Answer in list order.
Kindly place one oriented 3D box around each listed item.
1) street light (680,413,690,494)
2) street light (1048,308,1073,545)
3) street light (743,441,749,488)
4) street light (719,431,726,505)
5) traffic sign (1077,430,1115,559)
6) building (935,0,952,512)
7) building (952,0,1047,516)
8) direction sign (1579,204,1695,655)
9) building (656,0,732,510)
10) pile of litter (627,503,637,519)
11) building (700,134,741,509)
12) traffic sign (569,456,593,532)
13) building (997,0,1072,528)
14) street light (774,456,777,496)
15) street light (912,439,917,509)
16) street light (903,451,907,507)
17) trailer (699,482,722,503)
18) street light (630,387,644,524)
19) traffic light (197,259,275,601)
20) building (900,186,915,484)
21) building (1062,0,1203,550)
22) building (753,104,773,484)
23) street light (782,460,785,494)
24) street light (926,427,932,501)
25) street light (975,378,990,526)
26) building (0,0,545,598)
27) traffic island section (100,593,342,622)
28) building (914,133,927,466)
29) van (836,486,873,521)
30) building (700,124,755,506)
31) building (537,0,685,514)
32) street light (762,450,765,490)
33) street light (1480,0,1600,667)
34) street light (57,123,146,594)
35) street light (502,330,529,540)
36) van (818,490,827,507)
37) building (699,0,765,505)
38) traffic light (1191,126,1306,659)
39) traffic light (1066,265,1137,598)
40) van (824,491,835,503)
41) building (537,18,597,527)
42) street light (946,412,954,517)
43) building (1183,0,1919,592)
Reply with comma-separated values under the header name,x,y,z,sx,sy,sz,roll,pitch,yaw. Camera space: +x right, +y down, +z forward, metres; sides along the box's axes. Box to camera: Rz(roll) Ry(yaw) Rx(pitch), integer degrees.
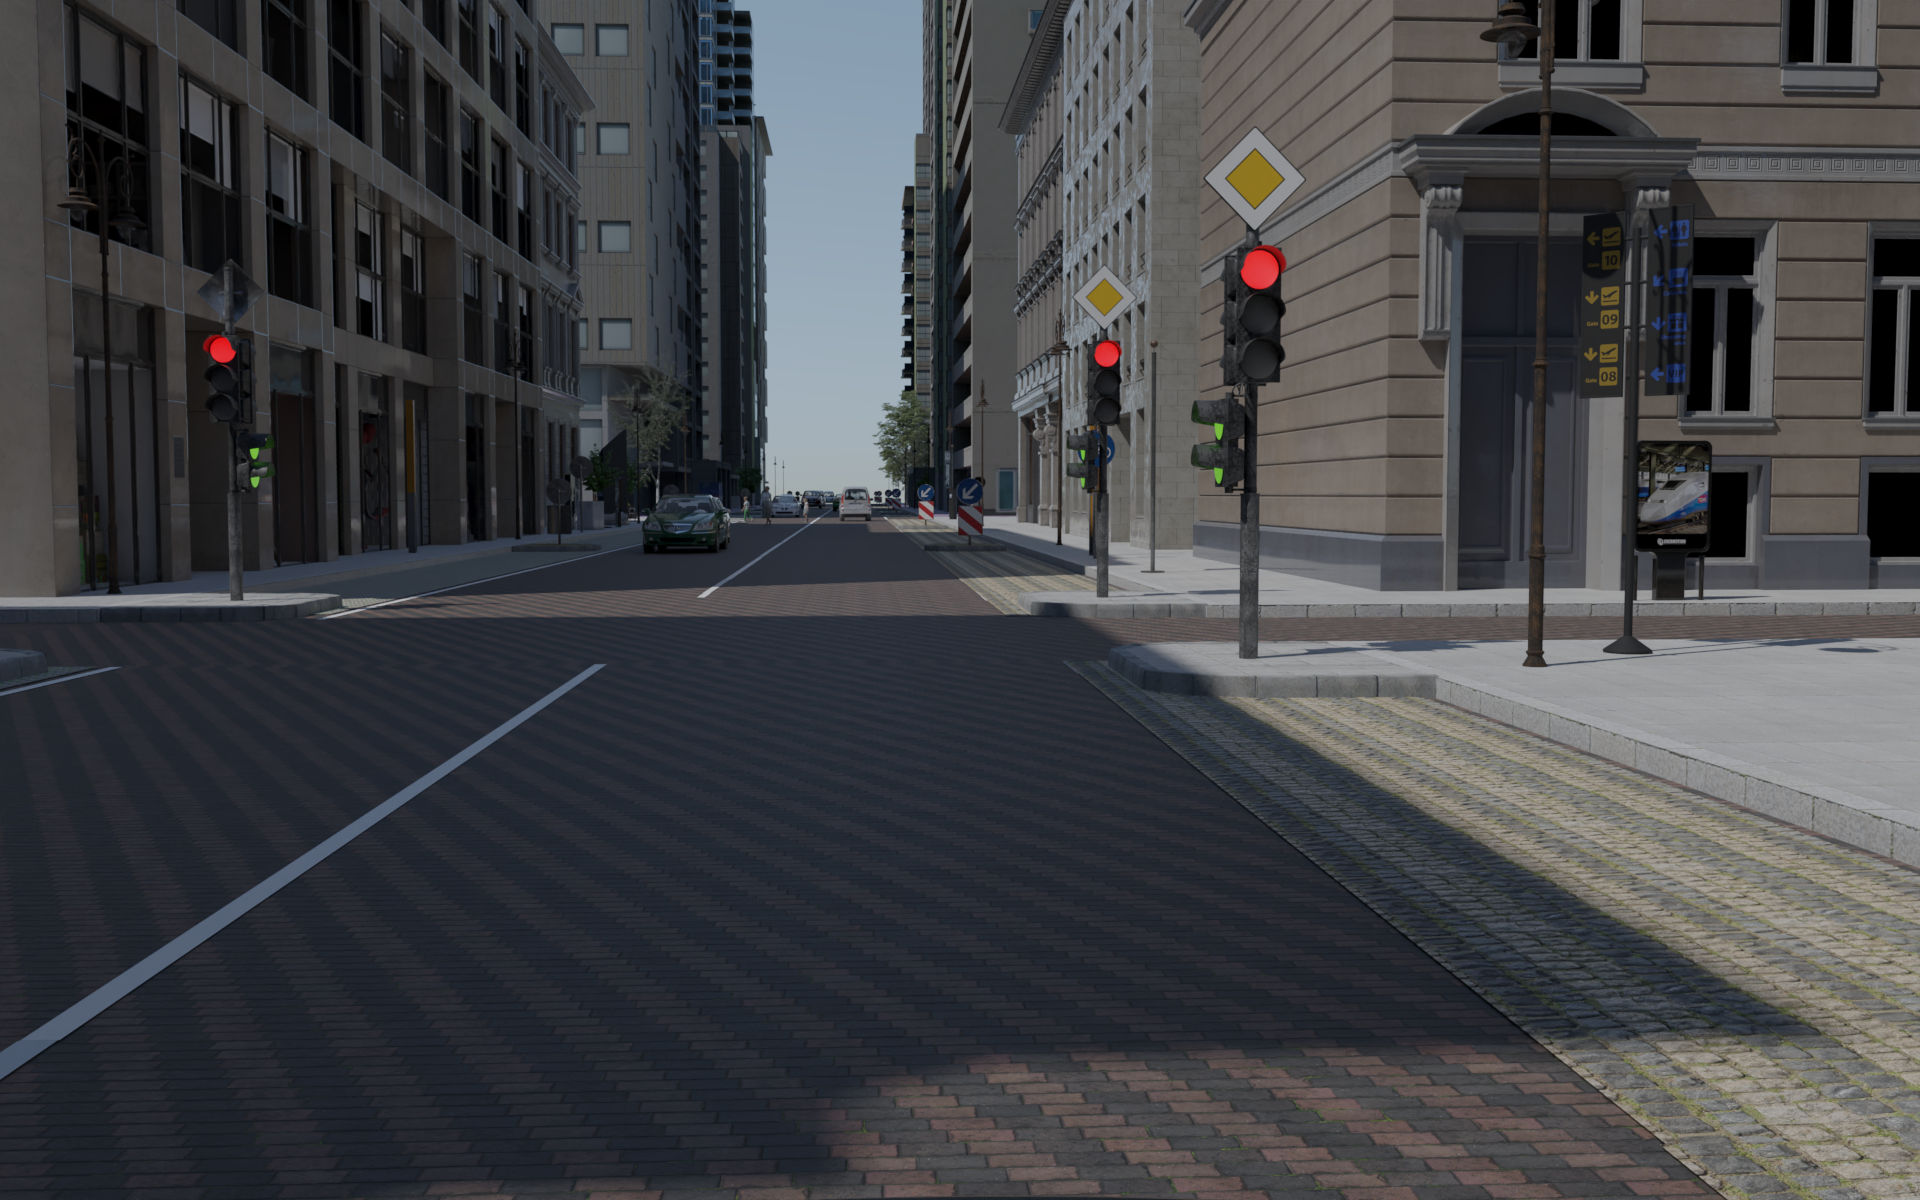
name,x,y,z,sx,sy,sz,roll,pitch,yaw
street light,-15.473,-7.638,97.667,0.468,5.910,1.993,0,4,-3
street light,2.495,-4.312,43.285,0.468,5.910,1.993,0,4,-3
street light,-18.558,-10.844,150.085,0.468,5.910,1.993,0,4,-3
street light,-16.963,-9.222,123.561,0.468,5.910,1.993,0,4,-3
traffic sign,2.680,-2.090,34.274,0.768,2.556,0.104,0,4,-2
building,4.878,-28.126,143.460,14.154,41.232,14.086,0,4,-3
building,10.720,-29.813,111.145,21.300,48.544,21.600,0,4,-3
direction sign,5.399,-1.340,13.901,0.876,3.537,0.379,3,5,43
building,-28.316,-42.433,132.038,20.563,71.187,20.611,0,4,-3
pile of litter,-17.453,-4.637,89.774,1.719,0.858,1.176,-2,4,-25
building,-36.456,-28.330,155.080,32.217,40.220,23.993,0,4,-3
traffic sign,-12.663,-3.534,57.890,0.768,2.556,0.104,0,4,-3
building,7.045,-13.797,76.492,10.553,20.767,40.483,0,4,-3
street light,-22.074,-14.326,207.024,0.468,5.910,1.993,0,4,-3
street light,-3.839,-10.597,146.052,0.468,5.910,1.993,0,4,-3
street light,-5.465,-12.218,172.546,0.468,5.910,1.993,0,4,-3
trailer,-12.025,-4.664,83.304,1.471,1.999,3.904,0,4,-4
street light,-13.940,-6.250,74.976,0.468,5.910,1.993,0,4,-3
traffic light,-8.691,-1.946,20.739,0.839,4.253,0.868,0,4,-3
building,2.951,-35.911,241.765,22.147,44.769,28.867,0,4,-3
building,9.031,-11.817,47.956,10.420,20.320,16.860,0,4,-3
building,-40.425,-39.634,237.248,28.713,52.752,27.495,0,4,-3
street light,-23.735,-15.909,232.907,0.468,5.910,1.993,0,4,-3
street light,-2.179,-8.996,119.865,0.468,5.910,1.993,0,4,-3
street light,0.893,-5.895,69.171,0.468,5.910,1.993,0,4,-3
building,-21.828,-14.222,37.039,19.350,26.468,34.151,0,4,-3
traffic island section,-8.731,0.086,20.871,2.009,0.180,2.903,0,4,-3
building,1.722,-31.567,199.713,14.154,41.232,14.086,0,4,-3
van,-5.615,-5.237,92.641,2.013,2.044,4.112,0,4,-5
building,-29.626,-30.750,186.362,14.154,41.232,14.086,0,4,-3
building,-31.744,-31.749,108.342,28.713,52.752,27.495,0,4,-3
street light,-20.486,-12.723,180.804,0.468,5.910,1.993,0,4,-3
street light,4.281,-2.442,12.718,0.468,5.910,1.993,0,4,-3
street light,-10.883,-3.017,22.111,0.468,5.910,1.993,0,4,-3
street light,-12.494,-4.648,48.790,0.468,5.910,1.993,0,4,-3
van,-15.792,-11.339,192.407,2.013,2.044,4.112,0,4,-4
building,-34.534,-54.719,207.328,22.319,86.520,31.000,0,4,-3
traffic light,2.235,-1.498,13.416,0.839,4.253,0.868,0,4,-3
traffic light,1.750,-1.986,21.387,0.839,4.253,0.868,0,4,-3
van,-17.472,-13.678,230.651,2.013,2.044,4.112,0,4,-4
building,-20.940,-13.988,64.861,11.583,22.565,21.152,0,4,-3
street light,-0.546,-7.483,95.132,0.468,5.910,1.993,0,4,-3
building,14.860,-14.850,28.707,20.117,28.700,13.634,0,4,-3
